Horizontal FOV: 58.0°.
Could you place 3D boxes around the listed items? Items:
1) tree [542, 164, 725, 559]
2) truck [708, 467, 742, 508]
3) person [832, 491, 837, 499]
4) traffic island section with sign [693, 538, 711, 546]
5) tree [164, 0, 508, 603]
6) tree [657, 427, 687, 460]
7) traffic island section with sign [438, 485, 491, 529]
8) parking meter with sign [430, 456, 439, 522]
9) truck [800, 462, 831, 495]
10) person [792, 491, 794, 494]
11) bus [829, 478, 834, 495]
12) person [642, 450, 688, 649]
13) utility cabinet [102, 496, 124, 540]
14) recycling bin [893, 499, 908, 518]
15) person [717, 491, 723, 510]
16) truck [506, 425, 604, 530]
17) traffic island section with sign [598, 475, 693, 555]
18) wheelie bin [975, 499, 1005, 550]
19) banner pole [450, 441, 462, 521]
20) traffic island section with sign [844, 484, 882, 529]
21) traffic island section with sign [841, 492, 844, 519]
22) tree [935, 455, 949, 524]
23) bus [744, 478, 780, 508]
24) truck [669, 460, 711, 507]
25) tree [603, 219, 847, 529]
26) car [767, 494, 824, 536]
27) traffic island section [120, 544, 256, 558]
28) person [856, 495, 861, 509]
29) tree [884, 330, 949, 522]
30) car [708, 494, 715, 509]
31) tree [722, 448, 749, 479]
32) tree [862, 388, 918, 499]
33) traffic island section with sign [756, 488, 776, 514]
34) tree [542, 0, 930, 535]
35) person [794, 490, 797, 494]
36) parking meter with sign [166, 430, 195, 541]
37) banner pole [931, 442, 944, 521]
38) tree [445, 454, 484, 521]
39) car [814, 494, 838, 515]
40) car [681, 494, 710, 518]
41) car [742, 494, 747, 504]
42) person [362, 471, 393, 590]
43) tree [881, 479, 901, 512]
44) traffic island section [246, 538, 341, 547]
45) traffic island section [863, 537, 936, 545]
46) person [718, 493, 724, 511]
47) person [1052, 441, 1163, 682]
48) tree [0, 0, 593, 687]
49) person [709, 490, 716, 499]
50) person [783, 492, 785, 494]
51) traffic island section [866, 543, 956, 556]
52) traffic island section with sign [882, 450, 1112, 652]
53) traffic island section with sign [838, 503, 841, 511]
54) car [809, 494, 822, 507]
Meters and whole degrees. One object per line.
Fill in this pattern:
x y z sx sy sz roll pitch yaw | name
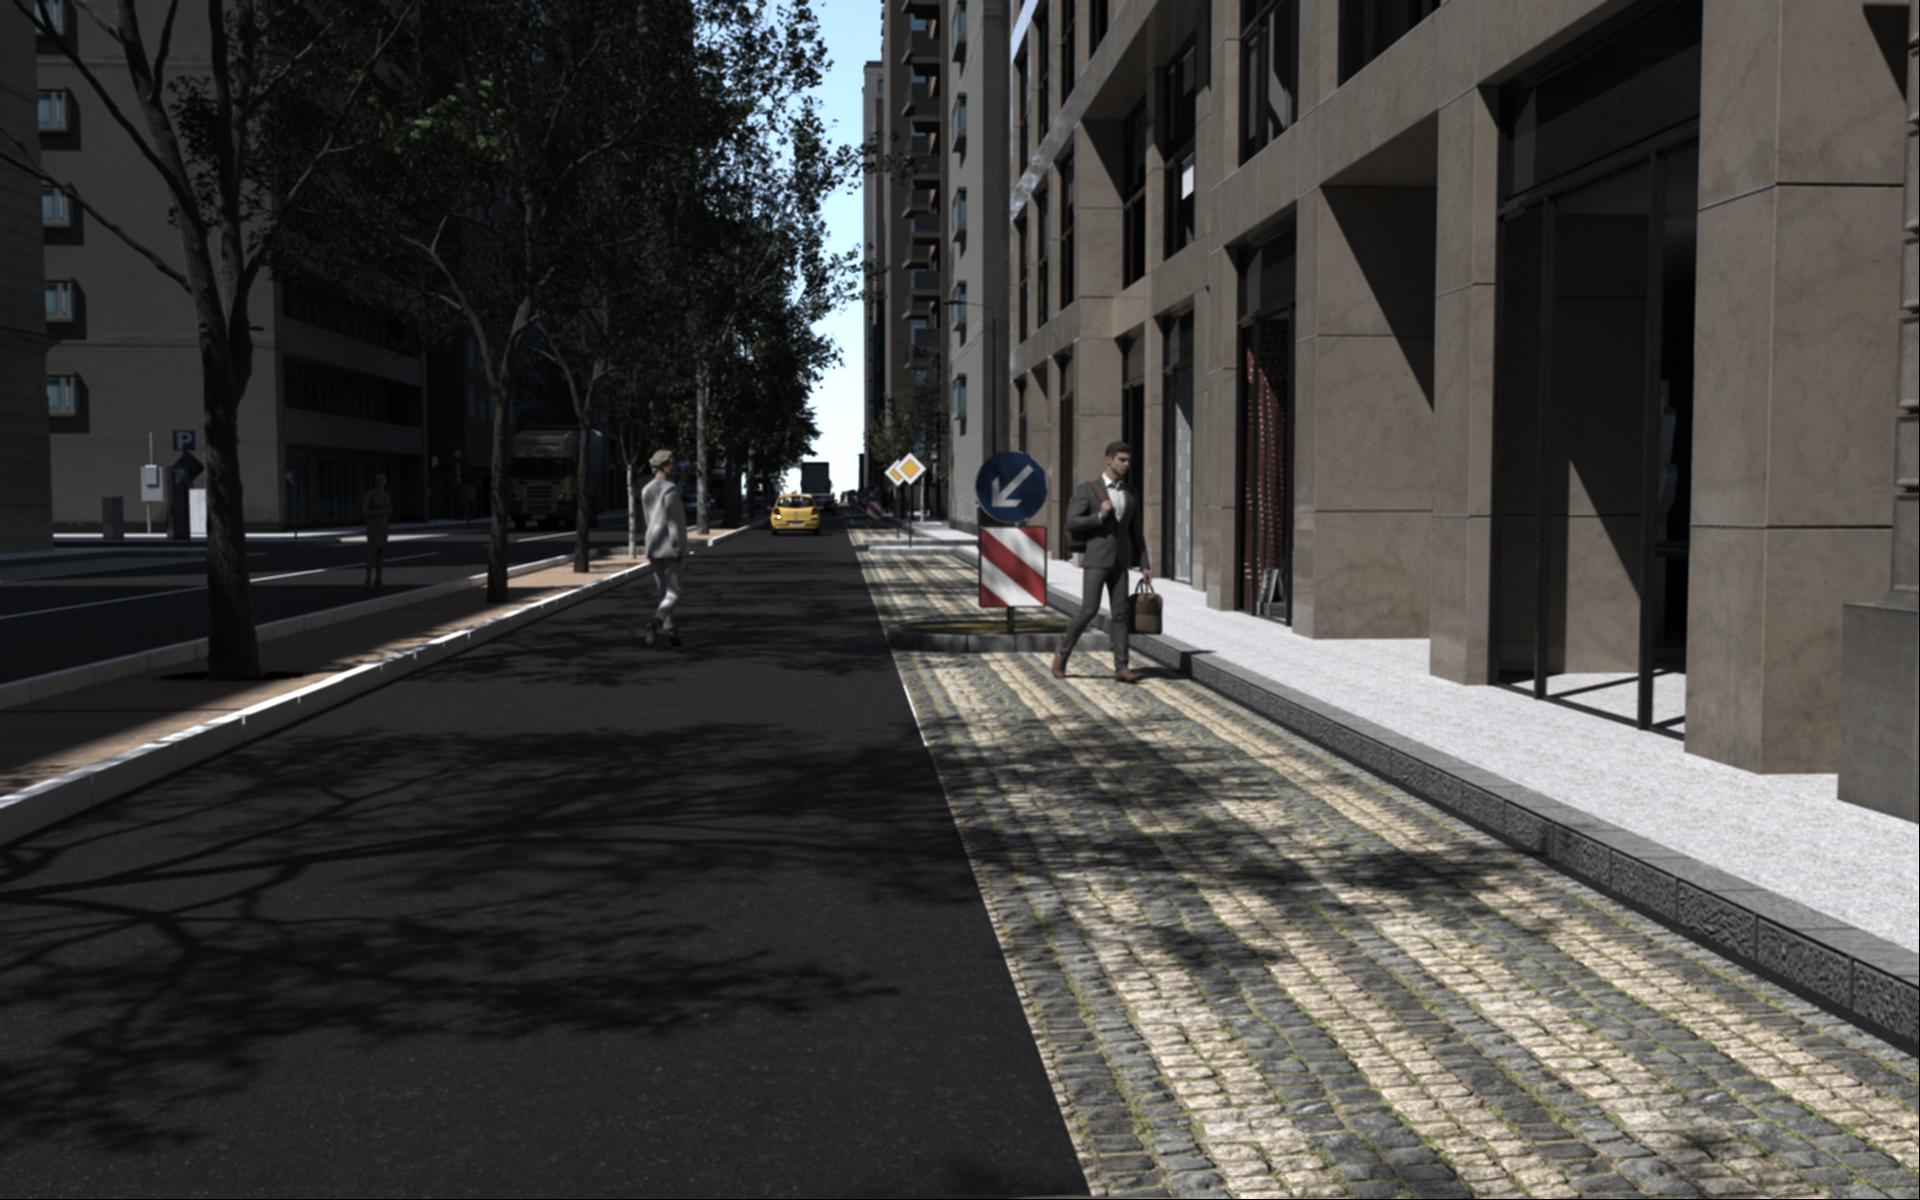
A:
-7.157 -5.182 37.553 4.360 8.622 3.978 0 3 0 | tree
-24.390 -11.706 180.302 2.839 4.237 11.283 0 4 -3 | truck
-19.065 -15.435 260.877 0.705 1.823 1.348 3 5 44 | person
-8.062 -2.483 48.730 2.006 1.907 1.989 0 4 -4 | traffic island section with sign
-6.059 -5.208 22.020 8.767 10.594 7.601 0 4 -4 | tree
-31.744 -17.133 198.256 7.486 12.596 7.792 0 3 0 | tree
-20.201 -3.815 71.002 1.989 1.847 2.006 0 4 -4 | traffic island section with sign
-25.069 -5.142 80.336 1.738 3.016 0.543 1 4 18 | parking meter with sign
-13.034 -10.232 156.209 2.839 4.237 11.283 0 4 -5 | truck
-19.358 -11.640 199.531 0.721 1.743 1.217 3 5 39 | person
-19.273 -15.352 242.549 2.896 3.916 12.252 0 4 -3 | bus
-2.759 -0.466 15.996 0.514 1.842 0.818 1 4 23 | person
-23.716 -2.282 48.472 0.306 1.237 1.020 -3 5 -41 | utility cabinet
-3.273 -5.050 95.118 0.722 1.027 0.722 -1 4 -13 | recycling bin
-21.215 -8.801 153.313 0.541 1.710 0.530 -1 4 -21 | person
-16.902 -5.128 72.759 2.839 4.237 11.283 0 4 -5 | truck
-7.536 -2.031 41.342 2.006 1.907 1.989 0 4 -4 | traffic island section with sign
0.709 -1.886 38.750 0.693 1.594 0.980 0 4 -7 | wheelie bin
-23.881 -5.628 82.031 0.401 3.779 0.863 2 4 31 | banner pole
-3.707 -3.872 71.936 1.989 1.847 2.006 0 4 -4 | traffic island section with sign
-5.661 -5.516 98.821 1.989 1.847 2.006 0 4 -4 | traffic island section with sign
-0.199 -4.913 74.929 1.663 3.219 1.824 0 3 0 | tree
-20.234 -11.206 178.079 2.948 3.499 13.247 0 4 -2 | bus
-22.210 -9.361 142.812 2.967 4.110 18.799 0 4 -6 | truck
-9.438 -9.248 70.662 9.611 12.733 9.660 0 3 0 | tree
-5.780 -3.094 60.812 2.015 1.641 3.980 0 4 -6 | car
-17.970 -1.105 40.353 2.009 0.180 2.903 0 4 -4 | traffic island section
-8.950 -8.845 153.667 0.990 1.755 0.434 -2 4 -28 | person
-1.670 -7.837 78.501 4.360 8.622 3.978 0 3 0 | tree
-24.052 -9.246 163.169 2.014 1.417 4.499 0 4 -5 | car
-37.704 -22.759 282.477 12.009 13.543 11.850 0 3 0 | tree
-4.577 -10.331 119.280 4.737 8.622 4.395 0 3 0 | tree
-13.509 -7.066 123.672 2.006 1.907 1.989 0 4 -4 | traffic island section with sign
-7.728 -12.293 59.339 12.611 20.169 13.585 0 3 0 | tree
-17.408 -10.770 184.456 0.599 1.838 0.709 0 4 -1 | person
-21.771 -3.179 48.237 0.543 3.016 1.738 -3 4 -37 | parking meter with sign
-1.124 -5.736 83.805 0.863 3.779 0.401 3 5 43 | banner pole
-23.856 -5.476 84.134 1.663 3.219 1.824 0 3 0 | tree
-9.338 -6.474 117.650 2.131 1.459 4.920 0 4 -4 | car
-15.908 -5.592 103.434 2.014 1.417 4.499 0 4 -3 | car
-28.093 -13.066 225.636 2.014 1.417 4.499 0 4 -5 | car
-8.749 -1.054 26.074 0.374 1.781 0.599 2 4 28 | person
-4.928 -8.123 127.405 1.663 3.219 1.824 0 3 0 | tree
-18.548 -1.592 48.317 2.009 0.180 2.903 0 4 -4 | traffic island section
-1.750 -1.666 49.527 2.009 0.180 2.903 0 4 -4 | traffic island section
-19.065 -8.100 141.020 1.350 1.814 0.705 0 4 7 | person
1.115 -0.290 13.199 0.622 1.834 0.822 -3 4 -37 | person
-5.722 -5.194 13.141 9.928 11.665 9.643 0 3 0 | tree
-24.823 -10.071 172.797 0.705 1.869 1.348 2 4 26 | person
-19.919 -11.427 196.256 0.530 1.710 0.541 1 4 12 | person
-1.172 -1.179 41.562 2.009 0.180 2.903 0 4 -4 | traffic island section
0.310 -0.483 16.520 1.989 1.847 2.006 0 4 -4 | traffic island section with sign
-9.328 -8.604 149.297 1.989 1.847 2.006 0 4 -4 | traffic island section with sign
-9.181 -5.625 102.189 2.015 1.641 3.980 0 4 -4 | car
